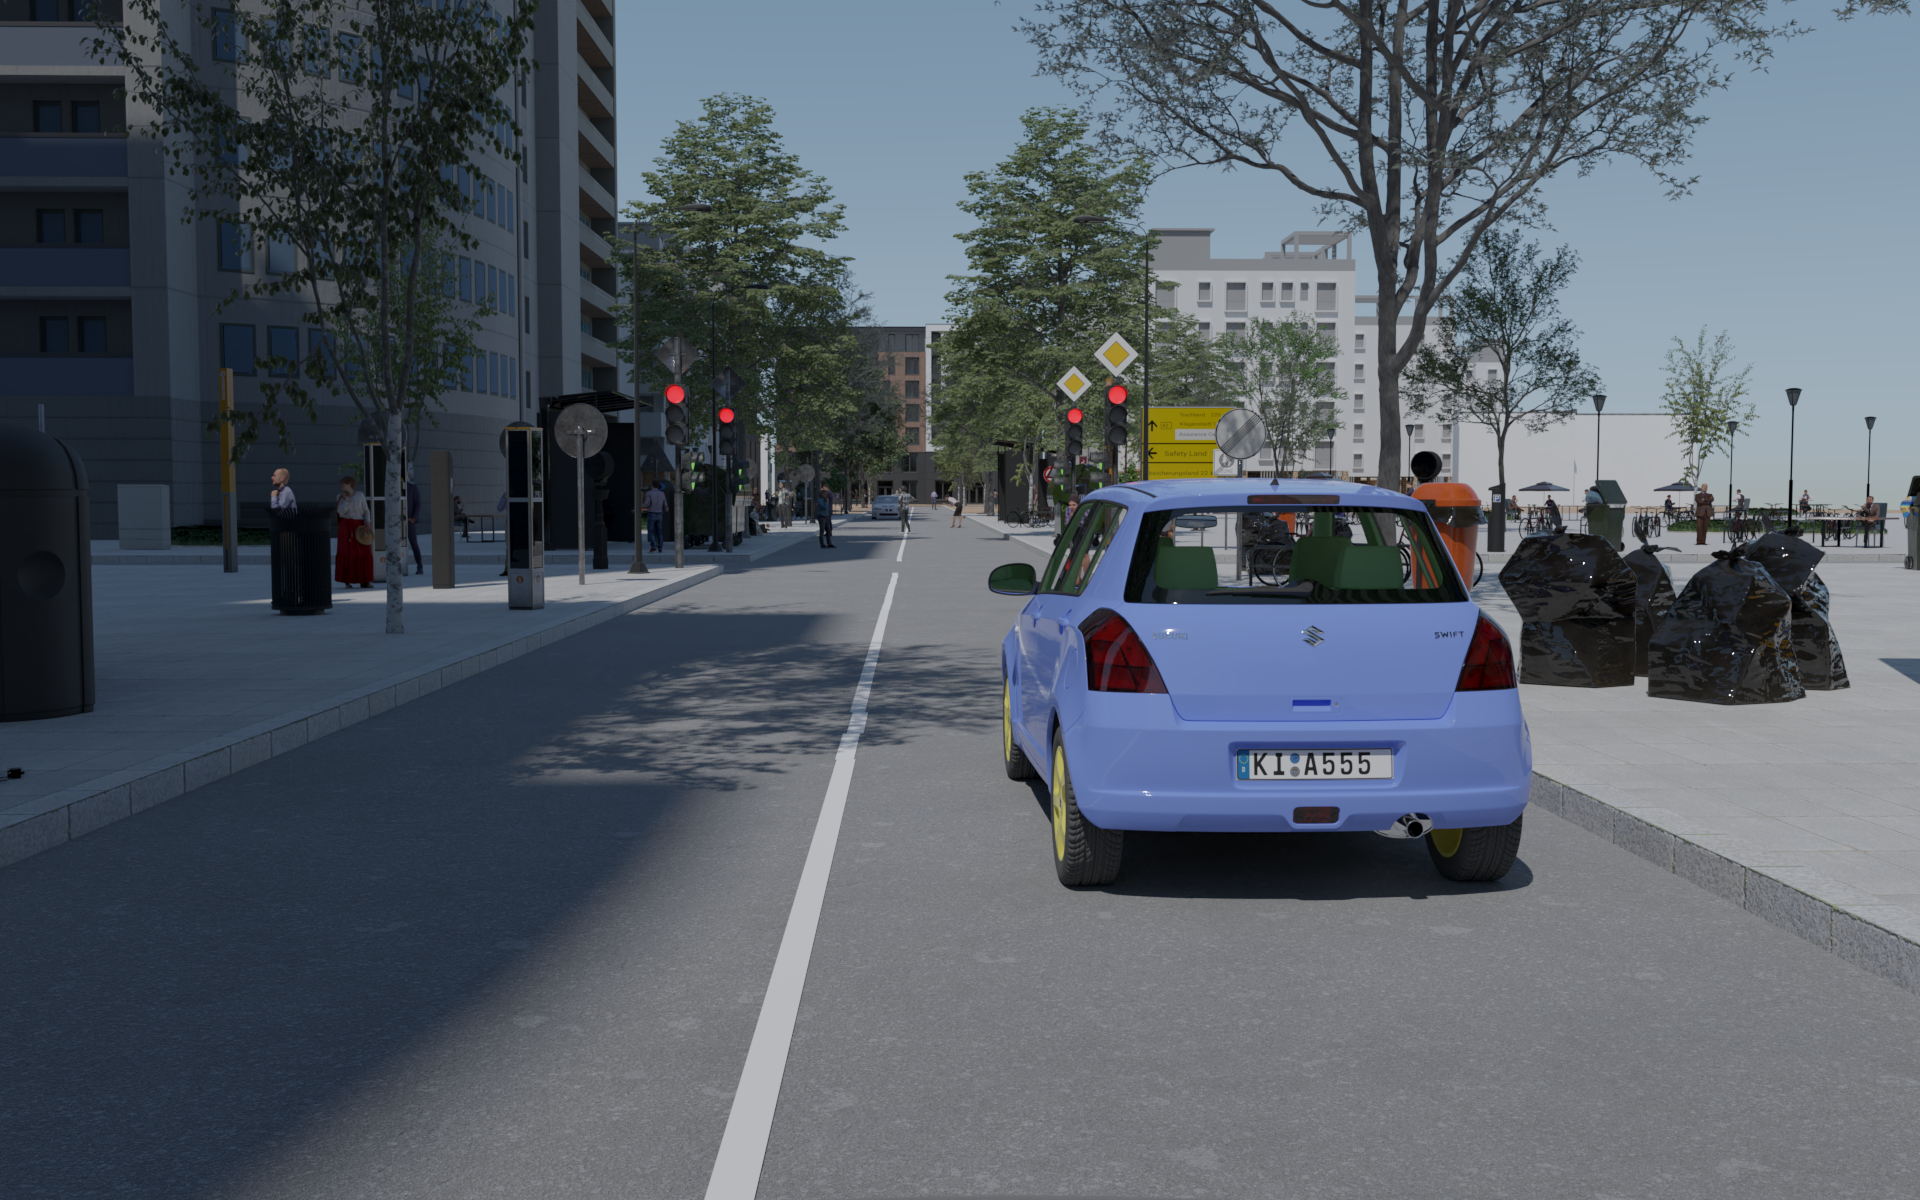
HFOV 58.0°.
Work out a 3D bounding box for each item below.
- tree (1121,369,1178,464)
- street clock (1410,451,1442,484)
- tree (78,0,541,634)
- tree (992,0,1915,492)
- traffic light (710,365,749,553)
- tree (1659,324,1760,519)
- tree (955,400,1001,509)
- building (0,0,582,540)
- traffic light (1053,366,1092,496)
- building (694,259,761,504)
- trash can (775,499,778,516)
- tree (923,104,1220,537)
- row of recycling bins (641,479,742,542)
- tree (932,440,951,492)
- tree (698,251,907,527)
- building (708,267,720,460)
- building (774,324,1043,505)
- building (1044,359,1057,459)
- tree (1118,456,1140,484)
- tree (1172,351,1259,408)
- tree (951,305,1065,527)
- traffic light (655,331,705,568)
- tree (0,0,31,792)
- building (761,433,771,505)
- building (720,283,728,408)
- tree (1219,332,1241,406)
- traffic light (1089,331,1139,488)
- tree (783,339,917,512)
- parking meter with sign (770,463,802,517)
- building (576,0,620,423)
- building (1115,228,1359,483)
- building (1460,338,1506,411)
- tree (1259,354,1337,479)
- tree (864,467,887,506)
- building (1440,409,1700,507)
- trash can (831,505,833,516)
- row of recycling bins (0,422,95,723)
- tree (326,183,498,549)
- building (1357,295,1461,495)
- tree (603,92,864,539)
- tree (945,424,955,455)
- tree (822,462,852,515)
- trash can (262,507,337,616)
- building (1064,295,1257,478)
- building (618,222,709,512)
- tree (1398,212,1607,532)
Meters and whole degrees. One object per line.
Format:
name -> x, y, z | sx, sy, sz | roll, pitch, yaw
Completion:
tree -> 10.491, -9.029, 97.986 | 4.737, 8.622, 4.395 | 0, 3, 0
street clock -> 7.830, -1.502, 29.123 | 0.471, 2.002, 0.358 | 3, 4, 37
tree -> -5.416, -4.005, 15.837 | 4.360, 8.622, 3.978 | 0, 3, 0
tree -> 4.667, -6.592, 18.156 | 12.009, 13.543, 11.850 | 0, 3, 0
traffic light -> -5.041, -2.992, 37.843 | 0.839, 4.253, 0.868 | 0, 4, -1
tree -> 32.602, -7.693, 76.145 | 4.737, 8.622, 4.395 | 0, 3, 0
tree -> 1.803, -10.755, 126.209 | 4.360, 8.622, 3.978 | 0, 3, 0
building -> -26.762, -31.707, 60.410 | 21.231, 58.520, 28.212 | 0, 4, -1
traffic light -> 2.478, -3.005, 38.047 | 0.839, 4.253, 0.868 | 0, 4, -1
building -> -36.178, -19.587, 164.228 | 32.646, 21.610, 27.936 | 0, 4, -1
trash can -> -10.484, -5.366, 99.381 | 0.748, 1.137, 0.748 | 0, 3, 0
tree -> 2.863, -8.159, 51.533 | 7.486, 12.596, 7.792 | 0, 3, 0
row of recycling bins -> -7.625, -2.414, 46.578 | 3.534, 1.692, 1.069 | 0, 4, 2
tree -> -0.356, -13.646, 173.473 | 4.737, 8.622, 4.395 | 0, 3, 0
tree -> -7.019, -8.142, 67.539 | 7.601, 10.594, 8.767 | -2, 4, -33
building -> -26.900, -16.717, 129.736 | 16.016, 20.091, 11.380 | 0, 4, -1
building -> -6.622, -23.097, 221.609 | 32.646, 21.610, 27.936 | 0, 4, -1
building -> 26.901, -21.419, 216.658 | 31.486, 18.905, 16.747 | 0, 4, -1
tree -> 8.516, -5.601, 86.181 | 1.663, 3.219, 1.824 | 0, 3, 0
tree -> 12.768, -8.410, 87.863 | 4.360, 8.622, 3.978 | 0, 3, 0
tree -> 2.942, -7.181, 67.776 | 4.737, 8.622, 4.395 | 0, 3, 0
traffic light -> -4.840, -2.504, 29.861 | 0.839, 4.253, 0.868 | 0, 4, -1
tree -> -4.780, -4.970, 7.018 | 9.928, 11.665, 9.643 | 0, 3, 0
building -> -37.509, -16.549, 212.729 | 28.070, 9.664, 9.099 | 0, 4, -1
building -> -26.645, -17.412, 141.105 | 16.016, 20.091, 11.380 | 0, 4, -1
tree -> 14.148, -11.675, 109.005 | 7.486, 12.596, 7.792 | 0, 3, 0
traffic light -> 2.678, -2.516, 30.065 | 0.839, 4.253, 0.868 | 0, 4, -1
tree -> -7.999, -12.614, 123.246 | 9.611, 12.733, 9.660 | 0, 3, 0
parking meter with sign -> -9.808, -6.198, 97.596 | 1.738, 3.016, 0.543 | -1, 4, -9
building -> -31.315, -28.815, 94.832 | 21.300, 48.544, 21.600 | 0, 4, -1
building -> 20.041, -16.677, 129.083 | 16.016, 20.091, 11.380 | 0, 4, -1
building -> 60.633, -22.042, 216.803 | 11.380, 20.091, 16.016 | 0, 4, -1
tree -> 17.379, -8.570, 90.483 | 4.360, 8.622, 3.978 | 0, 3, 0
tree -> -9.419, -14.310, 184.331 | 4.737, 8.622, 4.395 | 0, 3, 0
building -> 60.619, -14.271, 175.485 | 28.070, 9.664, 9.099 | 0, 4, -1
trash can -> -7.685, -5.437, 100.550 | 0.748, 1.137, 0.748 | 0, 3, 0
row of recycling bins -> -6.164, -0.250, 11.198 | 1.069, 1.692, 3.534 | -2, 4, -26
tree -> -12.806, -5.492, 40.150 | 4.737, 8.622, 4.395 | 0, 3, 0
building -> 40.984, -19.261, 171.335 | 11.380, 20.091, 16.016 | 0, 4, -1
tree -> -6.732, -8.059, 49.897 | 7.486, 12.596, 7.792 | 0, 3, 0
tree -> 0.589, -12.387, 152.897 | 4.360, 8.622, 3.978 | 0, 3, 0
tree -> -7.620, -6.722, 104.503 | 1.663, 3.219, 1.824 | 0, 3, 0
trash can -> -7.018, -0.416, 18.449 | 0.748, 1.137, 0.748 | 0, 3, 0
building -> 19.007, -18.119, 162.697 | 16.747, 18.905, 31.486 | 0, 4, -1
building -> -26.148, -16.023, 118.393 | 16.016, 20.091, 11.380 | 0, 4, -1
tree -> 17.967, -7.565, 58.105 | 7.601, 10.594, 8.767 | -1, 4, -11
